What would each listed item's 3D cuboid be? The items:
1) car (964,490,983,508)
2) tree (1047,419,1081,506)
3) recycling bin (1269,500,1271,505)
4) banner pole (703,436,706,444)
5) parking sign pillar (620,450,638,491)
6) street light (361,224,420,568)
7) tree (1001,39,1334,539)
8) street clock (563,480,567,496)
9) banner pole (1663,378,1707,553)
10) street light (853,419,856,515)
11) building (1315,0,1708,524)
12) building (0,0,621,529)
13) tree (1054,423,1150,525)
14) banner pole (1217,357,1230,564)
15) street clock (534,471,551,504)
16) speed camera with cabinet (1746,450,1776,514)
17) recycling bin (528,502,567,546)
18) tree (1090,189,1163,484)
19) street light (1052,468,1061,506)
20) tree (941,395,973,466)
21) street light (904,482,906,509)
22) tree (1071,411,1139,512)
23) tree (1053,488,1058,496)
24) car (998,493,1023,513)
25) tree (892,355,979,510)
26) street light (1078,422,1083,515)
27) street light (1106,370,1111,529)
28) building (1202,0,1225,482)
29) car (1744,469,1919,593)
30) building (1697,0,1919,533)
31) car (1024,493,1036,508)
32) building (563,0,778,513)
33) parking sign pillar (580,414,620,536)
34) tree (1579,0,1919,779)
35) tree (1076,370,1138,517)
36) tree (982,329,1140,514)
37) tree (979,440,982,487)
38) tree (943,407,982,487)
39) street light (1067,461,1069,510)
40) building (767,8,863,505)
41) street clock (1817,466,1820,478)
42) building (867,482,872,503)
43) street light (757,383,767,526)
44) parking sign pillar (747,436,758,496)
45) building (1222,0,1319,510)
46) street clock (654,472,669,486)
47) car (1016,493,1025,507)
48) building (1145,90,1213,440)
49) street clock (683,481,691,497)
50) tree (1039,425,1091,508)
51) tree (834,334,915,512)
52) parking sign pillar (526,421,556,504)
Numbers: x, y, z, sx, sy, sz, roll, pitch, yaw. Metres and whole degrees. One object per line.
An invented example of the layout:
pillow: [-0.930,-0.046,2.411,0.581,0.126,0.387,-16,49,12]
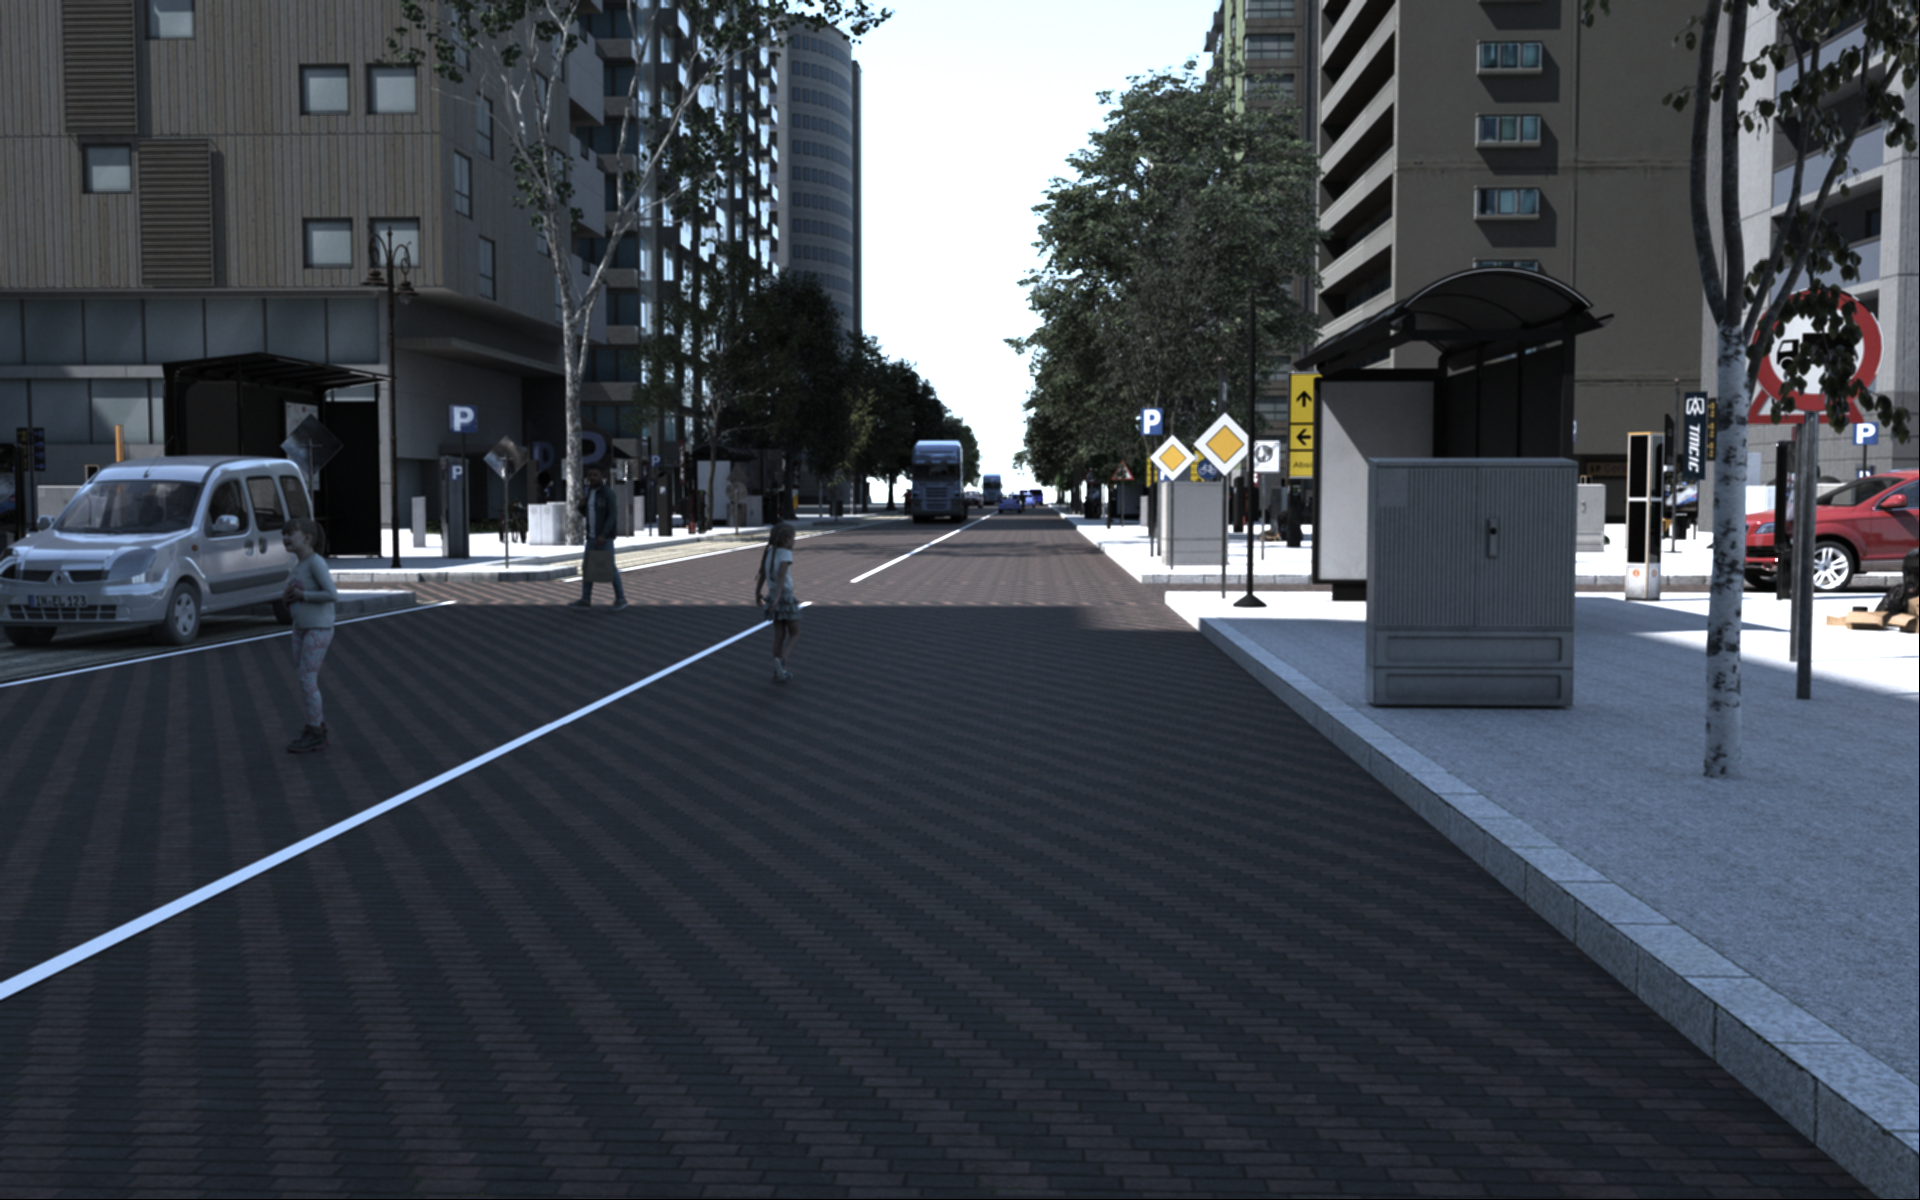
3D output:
car: [1.246,-10.270,176.590,2.281,1.827,5.304,0,4,4]
tree: [10.023,-13.076,148.211,7.601,10.594,8.767,2,4,33]
recycling bin: [14.019,-3.872,75.865,0.722,1.027,0.722,-2,4,-27]
banner pole: [-10.900,-5.229,75.504,0.863,3.779,0.401,-2,4,-27]
parking sign pillar: [-18.226,-6.475,94.341,1.447,3.967,1.447,-1,4,-13]
street light: [-9.825,-3.500,30.009,0.468,5.910,1.993,0,4,2]
tree: [5.836,-8.749,49.704,9.857,13.997,8.962,0,3,0]
street clock: [-14.943,-3.778,66.339,0.471,2.002,0.358,2,4,32]
banner pole: [15.712,-2.902,37.469,0.863,3.779,0.401,3,4,38]
street light: [-6.470,-8.174,106.427,0.468,5.910,1.993,0,4,2]
building: [29.496,-28.054,82.390,21.300,48.544,21.600,0,4,2]
building: [-31.265,-29.661,74.199,28.713,52.752,27.495,0,4,2]
tree: [6.795,-5.451,72.830,4.285,4.588,4.351,0,3,0]
banner pole: [4.840,-2.565,31.954,0.401,3.779,0.863,1,4,20]
street clock: [-13.090,-3.044,54.340,0.471,2.002,0.358,-3,5,-44]
speed camera with cabinet: [16.633,-2.559,36.170,0.660,3.252,2.038,0,4,0]
recycling bin: [-10.321,-1.881,43.316,0.722,1.027,0.722,1,4,11]
tree: [4.813,-5.515,40.533,4.360,8.622,3.978,0,3,0]
street light: [12.383,-15.285,222.697,0.468,5.910,1.993,0,4,2]
tree: [-3.598,-17.665,199.191,12.009,13.543,11.850,0,3,0]
street light: [-4.679,-10.685,147.488,0.468,5.910,1.993,0,4,2]
tree: [9.252,-12.024,122.345,9.928,11.665,9.643,0,3,0]
tree: [14.723,-18.785,257.494,4.737,8.622,4.395,0,3,0]
car: [3.794,-7.402,130.610,1.945,1.707,3.694,0,4,4]
tree: [-5.470,-13.584,139.108,9.611,12.733,9.660,0,3,0]
street light: [7.290,-8.011,103.765,0.468,5.910,1.993,0,4,2]
street light: [5.476,-5.553,63.581,0.468,5.910,1.993,0,4,2]
building: [33.062,-32.561,151.977,23.786,49.044,30.456,0,4,2]
car: [13.948,-1.028,25.479,5.304,1.827,2.281,0,4,1]
building: [38.658,-30.931,47.715,28.212,58.520,21.231,0,4,2]
car: [6.887,-10.352,178.850,1.945,1.707,3.694,0,4,2]
building: [-28.094,-32.487,150.766,23.786,49.044,30.456,0,4,2]
parking sign pillar: [-11.435,-3.985,53.625,1.447,3.967,1.447,0,4,-5]
tree: [3.684,-3.496,7.516,4.360,8.622,3.978,0,3,0]
tree: [8.422,-9.051,98.350,4.737,8.622,4.395,0,3,0]
tree: [7.633,-11.872,111.117,9.611,12.733,9.660,0,3,0]
tree: [-4.078,-15.163,164.917,9.611,12.733,9.660,0,3,0]
tree: [-2.214,-18.630,222.725,7.486,12.596,7.792,0,3,0]
street light: [8.679,-10.185,139.308,0.468,5.910,1.993,0,4,2]
building: [-23.856,-41.061,213.350,21.231,58.520,28.212,0,4,2]
street clock: [21.425,-2.384,43.556,0.358,2.002,0.471,1,4,13]
building: [-28.984,-33.541,240.271,32.217,40.220,23.993,0,4,2]
street light: [-8.048,-5.958,70.195,0.468,5.910,1.993,0,4,2]
parking sign pillar: [-9.725,-5.618,80.319,1.447,3.967,1.447,0,4,8]
building: [26.608,-27.314,130.185,14.154,41.232,14.086,0,4,2]
street clock: [-9.583,-3.130,55.739,0.471,2.002,0.358,-3,5,-40]
car: [6.263,-11.022,189.808,1.945,1.707,3.694,0,4,2]
building: [38.198,-38.797,223.566,28.713,52.752,27.495,0,4,2]
street clock: [-14.733,-5.455,93.765,0.358,2.002,0.471,2,4,30]
tree: [10.393,-14.831,160.612,7.486,12.596,7.792,0,3,0]
tree: [-6.830,-12.519,122.816,7.486,12.596,7.792,0,3,0]
parking sign pillar: [-15.500,-4.628,64.134,1.447,3.967,1.447,1,4,18]
